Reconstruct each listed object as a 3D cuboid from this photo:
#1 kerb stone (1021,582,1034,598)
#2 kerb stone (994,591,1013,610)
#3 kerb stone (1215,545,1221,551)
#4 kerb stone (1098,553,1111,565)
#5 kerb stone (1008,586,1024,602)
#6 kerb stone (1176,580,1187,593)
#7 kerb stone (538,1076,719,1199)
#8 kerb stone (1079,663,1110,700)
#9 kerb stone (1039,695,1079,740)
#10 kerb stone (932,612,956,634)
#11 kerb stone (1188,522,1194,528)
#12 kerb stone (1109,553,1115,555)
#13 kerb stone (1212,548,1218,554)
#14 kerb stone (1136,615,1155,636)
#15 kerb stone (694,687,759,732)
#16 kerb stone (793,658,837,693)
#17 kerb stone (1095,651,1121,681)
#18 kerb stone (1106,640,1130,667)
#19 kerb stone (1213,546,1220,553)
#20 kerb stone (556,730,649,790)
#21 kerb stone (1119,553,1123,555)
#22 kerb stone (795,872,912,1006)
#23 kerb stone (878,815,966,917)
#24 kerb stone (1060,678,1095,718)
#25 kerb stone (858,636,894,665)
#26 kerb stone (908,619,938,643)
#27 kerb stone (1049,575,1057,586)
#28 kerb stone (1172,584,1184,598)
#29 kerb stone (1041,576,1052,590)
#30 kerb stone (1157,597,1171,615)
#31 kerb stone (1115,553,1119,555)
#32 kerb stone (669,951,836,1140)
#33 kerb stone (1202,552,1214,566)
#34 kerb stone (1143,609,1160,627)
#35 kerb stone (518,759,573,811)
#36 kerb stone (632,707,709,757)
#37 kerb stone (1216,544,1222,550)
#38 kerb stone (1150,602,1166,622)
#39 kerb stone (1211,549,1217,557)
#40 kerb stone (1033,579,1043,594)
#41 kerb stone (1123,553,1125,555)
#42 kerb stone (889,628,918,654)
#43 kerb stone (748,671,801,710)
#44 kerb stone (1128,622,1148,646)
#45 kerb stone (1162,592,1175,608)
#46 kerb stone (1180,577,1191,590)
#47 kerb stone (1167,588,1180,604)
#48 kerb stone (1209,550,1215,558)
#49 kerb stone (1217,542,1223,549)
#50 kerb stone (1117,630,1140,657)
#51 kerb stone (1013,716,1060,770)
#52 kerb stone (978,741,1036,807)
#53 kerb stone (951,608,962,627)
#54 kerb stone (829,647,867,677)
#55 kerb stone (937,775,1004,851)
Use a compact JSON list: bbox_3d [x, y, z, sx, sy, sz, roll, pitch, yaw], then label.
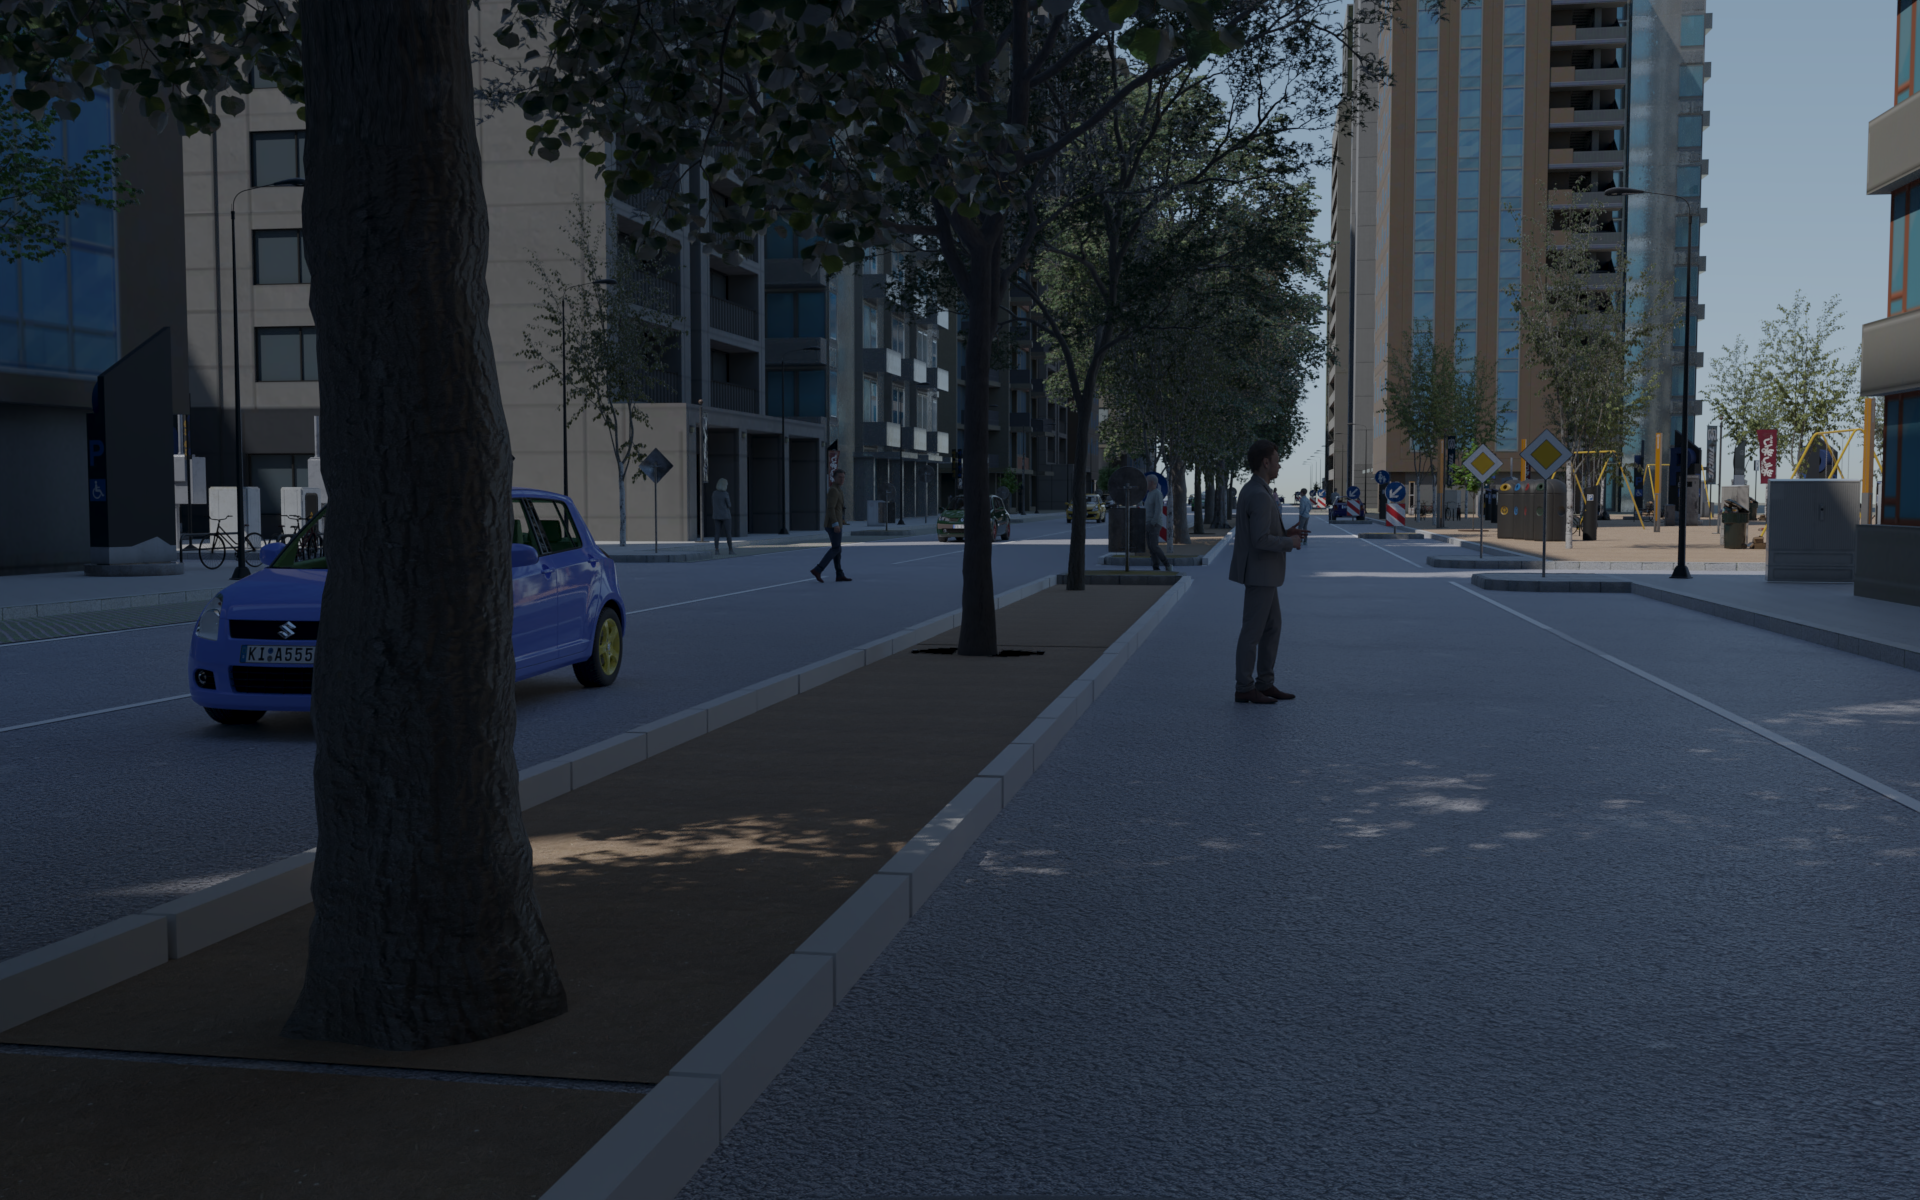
[{"bbox_3d":[0.864,-0.108,23.969,0.120,0.150,1.000,1,4,10],"label":"kerb stone"},{"bbox_3d":[0.508,0.015,21.952,0.120,0.150,1.000,1,4,10],"label":"kerb stone"},{"bbox_3d":[6.077,-1.163,41.264,0.120,0.150,1.000,1,4,10],"label":"kerb stone"},{"bbox_3d":[2.939,-0.819,35.589,0.120,0.150,1.000,1,4,10],"label":"kerb stone"},{"bbox_3d":[0.684,-0.047,22.962,0.120,0.150,1.000,1,4,10],"label":"kerb stone"},{"bbox_3d":[3.105,-0.143,24.584,0.120,0.150,1.000,1,4,10],"label":"kerb stone"},{"bbox_3d":[-0.677,1.156,3.327,0.120,0.150,1.000,1,4,10],"label":"kerb stone"},{"bbox_3d":[0.953,0.596,12.454,0.120,0.150,1.000,1,4,10],"label":"kerb stone"},{"bbox_3d":[0.586,0.720,10.431,0.120,0.150,1.000,1,4,10],"label":"kerb stone"},{"bbox_3d":[-0.219,0.263,17.900,0.120,0.150,1.000,1,4,10],"label":"kerb stone"},{"bbox_3d":[10.308,-3.347,76.966,0.120,0.150,1.000,1,4,10],"label":"kerb stone"},{"bbox_3d":[3.116,-0.878,36.596,0.120,0.150,1.000,1,4,10],"label":"kerb stone"},{"bbox_3d":[5.725,-1.042,39.248,0.120,0.150,1.000,1,4,10],"label":"kerb stone"},{"bbox_3d":[1.848,0.287,17.510,0.120,0.150,1.000,1,4,10],"label":"kerb stone"},{"bbox_3d":[-1.475,0.695,10.839,0.120,0.150,1.000,1,4,10],"label":"kerb stone"},{"bbox_3d":[-1.113,0.574,12.856,0.120,0.150,1.000,1,4,10],"label":"kerb stone"},{"bbox_3d":[1.130,0.538,13.462,0.120,0.150,1.000,1,4,10],"label":"kerb stone"},{"bbox_3d":[1.302,0.473,14.474,0.120,0.150,1.000,1,4,10],"label":"kerb stone"},{"bbox_3d":[5.903,-1.103,40.257,0.120,0.150,1.000,1,4,10],"label":"kerb stone"},{"bbox_3d":[-1.833,0.821,8.823,0.120,0.150,1.000,1,4,10],"label":"kerb stone"},{"bbox_3d":[3.478,-1.004,38.607,0.120,0.150,1.000,1,4,10],"label":"kerb stone"},{"bbox_3d":[-0.318,1.031,5.345,0.120,0.150,1.000,1,4,10],"label":"kerb stone"},{"bbox_3d":[-0.133,0.968,6.370,0.120,0.150,1.000,1,4,10],"label":"kerb stone"},{"bbox_3d":[0.766,0.658,11.438,0.120,0.150,1.000,1,4,10],"label":"kerb stone"},{"bbox_3d":[-0.750,0.452,14.875,0.120,0.150,1.000,1,4,10],"label":"kerb stone"},{"bbox_3d":[-0.391,0.324,16.892,0.120,0.150,1.000,1,4,10],"label":"kerb stone"},{"bbox_3d":[1.406,-0.293,26.987,0.120,0.150,1.000,1,4,10],"label":"kerb stone"},{"bbox_3d":[2.926,-0.084,23.562,0.120,0.150,1.000,1,4,10],"label":"kerb stone"},{"bbox_3d":[1.215,-0.228,25.983,0.120,0.150,1.000,1,4,10],"label":"kerb stone"},{"bbox_3d":[2.388,0.102,20.532,0.120,0.150,1.000,1,4,10],"label":"kerb stone"},{"bbox_3d":[3.284,-0.942,37.604,0.120,0.150,1.000,1,4,10],"label":"kerb stone"},{"bbox_3d":[-0.500,1.093,4.334,0.120,0.150,1.000,1,4,10],"label":"kerb stone"},{"bbox_3d":[5.180,-0.857,36.204,0.120,0.150,1.000,1,4,10],"label":"kerb stone"},{"bbox_3d":[2.025,0.227,18.520,0.120,0.150,1.000,1,4,10],"label":"kerb stone"},{"bbox_3d":[-2.013,0.879,7.816,0.120,0.150,1.000,1,4,10],"label":"kerb stone"},{"bbox_3d":[-1.655,0.756,9.832,0.120,0.150,1.000,1,4,10],"label":"kerb stone"},{"bbox_3d":[6.258,-1.228,42.270,0.120,0.150,1.000,1,4,10],"label":"kerb stone"},{"bbox_3d":[2.207,0.163,19.526,0.120,0.150,1.000,1,4,10],"label":"kerb stone"},{"bbox_3d":[5.539,-0.981,38.229,0.120,0.150,1.000,1,4,10],"label":"kerb stone"},{"bbox_3d":[1.042,-0.167,24.976,0.120,0.150,1.000,1,4,10],"label":"kerb stone"},{"bbox_3d":[3.651,-1.062,39.615,0.120,0.150,1.000,1,4,10],"label":"kerb stone"},{"bbox_3d":[-0.568,0.392,15.885,0.120,0.150,1.000,1,4,10],"label":"kerb stone"},{"bbox_3d":[-1.300,0.633,11.848,0.120,0.150,1.000,1,4,10],"label":"kerb stone"},{"bbox_3d":[1.669,0.348,16.504,0.120,0.150,1.000,1,4,10],"label":"kerb stone"},{"bbox_3d":[2.560,0.042,21.541,0.120,0.150,1.000,1,4,10],"label":"kerb stone"},{"bbox_3d":[3.291,-0.208,25.592,0.120,0.150,1.000,1,4,10],"label":"kerb stone"},{"bbox_3d":[2.739,-0.022,22.550,0.120,0.150,1.000,1,4,10],"label":"kerb stone"},{"bbox_3d":[5.359,-0.919,37.214,0.120,0.150,1.000,1,4,10],"label":"kerb stone"},{"bbox_3d":[6.439,-1.285,43.277,0.120,0.150,1.000,1,4,10],"label":"kerb stone"},{"bbox_3d":[1.486,0.410,15.492,0.120,0.150,1.000,1,4,10],"label":"kerb stone"},{"bbox_3d":[0.410,0.782,9.413,0.120,0.150,1.000,1,4,10],"label":"kerb stone"},{"bbox_3d":[0.228,0.844,8.398,0.120,0.150,1.000,1,4,10],"label":"kerb stone"},{"bbox_3d":[-0.034,0.201,18.909,0.120,0.150,1.000,1,4,10],"label":"kerb stone"},{"bbox_3d":[-0.939,0.517,13.867,0.120,0.150,1.000,1,4,10],"label":"kerb stone"},{"bbox_3d":[0.042,0.912,7.377,0.120,0.150,1.000,1,4,10],"label":"kerb stone"}]
